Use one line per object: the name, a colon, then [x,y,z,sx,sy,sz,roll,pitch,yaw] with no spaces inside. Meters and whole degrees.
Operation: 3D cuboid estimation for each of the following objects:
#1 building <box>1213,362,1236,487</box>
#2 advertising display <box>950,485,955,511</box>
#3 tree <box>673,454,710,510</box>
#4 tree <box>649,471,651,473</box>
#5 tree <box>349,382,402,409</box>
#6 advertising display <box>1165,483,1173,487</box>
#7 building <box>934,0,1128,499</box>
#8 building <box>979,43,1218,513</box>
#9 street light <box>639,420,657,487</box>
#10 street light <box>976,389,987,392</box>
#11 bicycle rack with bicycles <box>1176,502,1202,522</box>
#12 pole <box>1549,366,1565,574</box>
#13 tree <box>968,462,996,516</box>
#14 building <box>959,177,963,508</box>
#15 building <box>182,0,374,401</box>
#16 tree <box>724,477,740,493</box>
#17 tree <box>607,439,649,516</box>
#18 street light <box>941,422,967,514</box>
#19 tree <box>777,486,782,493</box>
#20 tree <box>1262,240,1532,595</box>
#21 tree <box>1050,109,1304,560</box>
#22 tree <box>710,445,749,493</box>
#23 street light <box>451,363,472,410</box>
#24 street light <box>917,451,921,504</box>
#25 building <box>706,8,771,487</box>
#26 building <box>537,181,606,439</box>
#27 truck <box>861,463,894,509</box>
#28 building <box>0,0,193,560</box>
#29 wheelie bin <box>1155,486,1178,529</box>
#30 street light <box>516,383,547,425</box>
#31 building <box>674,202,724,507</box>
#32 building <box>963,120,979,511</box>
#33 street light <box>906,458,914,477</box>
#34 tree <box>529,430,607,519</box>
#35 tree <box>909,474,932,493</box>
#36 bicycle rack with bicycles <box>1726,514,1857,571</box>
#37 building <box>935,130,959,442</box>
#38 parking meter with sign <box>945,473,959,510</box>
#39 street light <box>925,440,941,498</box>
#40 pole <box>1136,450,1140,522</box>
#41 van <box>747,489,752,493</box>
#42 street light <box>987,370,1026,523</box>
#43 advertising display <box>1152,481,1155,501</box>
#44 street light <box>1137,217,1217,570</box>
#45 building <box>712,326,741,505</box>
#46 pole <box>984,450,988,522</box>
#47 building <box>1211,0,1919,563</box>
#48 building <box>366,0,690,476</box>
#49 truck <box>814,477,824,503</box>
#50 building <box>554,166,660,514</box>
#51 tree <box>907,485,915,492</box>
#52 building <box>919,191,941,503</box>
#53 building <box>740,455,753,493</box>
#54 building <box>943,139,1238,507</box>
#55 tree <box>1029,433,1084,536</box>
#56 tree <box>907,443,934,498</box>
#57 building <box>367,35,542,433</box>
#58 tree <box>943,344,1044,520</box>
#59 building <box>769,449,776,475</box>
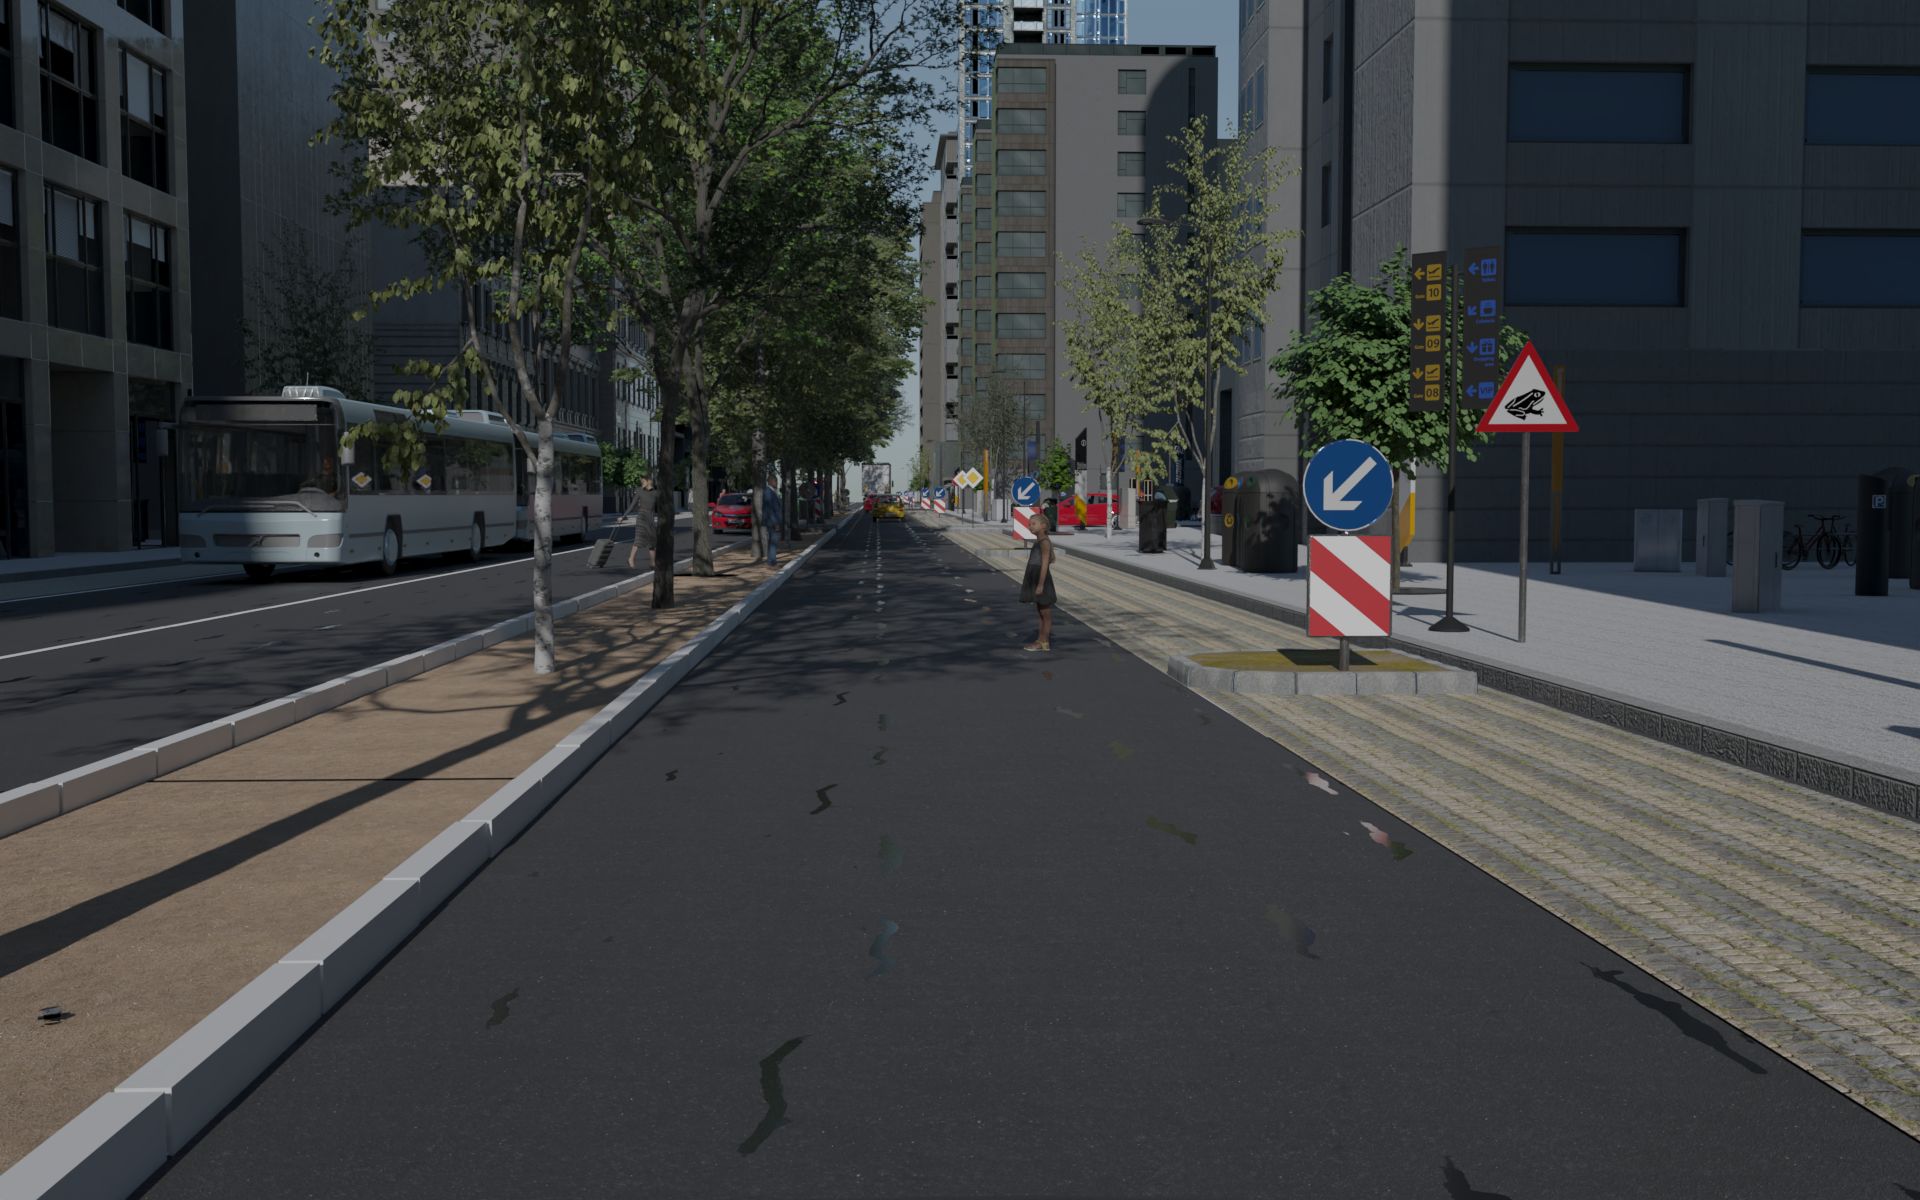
building: [28.730,-47.275,85.619,31.000,86.520,22.319,0,4,-3]
advertising display: [-0.540,-7.516,128.093,0.123,1.923,0.974,-1,4,-15]
tree: [-22.046,-9.637,141.278,4.285,4.588,4.351,0,3,0]
tree: [-20.003,-7.269,102.559,4.285,4.588,4.351,0,3,0]
tree: [-17.537,-4.095,50.670,4.285,4.588,4.351,0,3,0]
advertising display: [12.003,-5.637,97.385,0.974,1.923,0.123,1,4,18]
building: [8.511,-54.599,205.365,22.319,86.520,31.000,0,4,-3]
building: [8.956,-21.006,115.155,14.160,30.474,14.107,0,4,-3]
street light: [-19.606,-8.347,109.014,1.470,5.913,1.316,0,4,-3]
street light: [1.406,-6.372,76.723,1.470,5.913,1.316,0,4,-3]
bicycle rack with bicycles: [11.530,-4.167,81.518,2.925,0.926,2.852,-1,4,-14]
pole: [9.522,-2.066,27.617,0.158,3.312,0.155,0,3,0]
tree: [1.138,-6.416,99.508,1.663,3.219,1.824,0,3,0]
building: [6.804,-23.779,160.482,14.160,30.474,14.107,0,4,-3]
building: [-35.232,-14.387,54.287,30.058,24.678,14.314,0,4,-3]
tree: [-25.615,-12.463,198.368,1.663,3.219,1.824,0,3,0]
tree: [-19.330,-6.523,90.364,4.285,4.588,4.351,0,3,0]
street light: [-0.297,-8.555,112.413,1.470,5.913,1.316,0,4,-3]
tree: [-30.091,-18.394,295.342,1.663,3.219,1.824,0,3,0]
tree: [5.700,-2.382,22.666,4.285,4.588,4.351,0,3,0]
tree: [4.565,-5.073,33.298,4.737,8.622,4.395,0,3,0]
tree: [-23.358,-13.860,176.975,4.360,8.622,3.978,0,3,0]
street light: [-17.245,-5.397,60.778,1.470,5.913,1.316,0,4,-3]
street light: [-3.972,-13.181,188.044,1.470,5.913,1.316,0,4,-3]
building: [-41.136,-58.810,274.212,22.319,86.520,31.000,0,4,-3]
building: [-27.911,-16.229,101.498,11.583,22.565,21.152,0,4,-3]
truck: [-7.609,-10.420,159.273,2.839,4.237,11.283,0,4,-1]
building: [-27.575,-13.452,24.455,19.350,26.468,34.151,0,4,-3]
wheelie bin: [7.666,-3.466,64.585,0.693,1.594,0.980,3,5,44]
street light: [-17.897,-6.096,72.214,1.470,5.913,1.316,0,4,-3]
building: [-37.576,-32.630,188.118,22.147,44.769,28.867,0,4,-3]
building: [7.873,-22.354,137.195,14.160,30.474,14.107,0,4,-3]
street light: [-6.250,-16.060,235.123,1.470,5.913,1.316,0,4,-3]
tree: [-19.101,-5.850,79.363,4.285,4.588,4.351,0,3,0]
tree: [-5.683,-16.187,248.371,4.285,4.588,4.351,0,3,0]
bicycle rack with bicycles: [14.627,-1.041,30.398,2.925,0.926,2.852,-1,4,-19]
building: [11.085,-40.261,247.506,28.713,52.752,27.495,0,4,-3]
parking meter with sign: [-0.925,-8.915,142.017,1.738,3.016,0.543,0,4,-3]
street light: [-2.265,-10.989,152.205,1.470,5.913,1.316,0,4,-3]
pole: [8.284,-5.321,80.844,0.158,3.312,0.155,0,3,0]
van: [-16.597,-8.170,140.582,2.013,2.044,4.112,0,4,-1]
street light: [1.873,-5.647,64.867,1.470,5.913,1.316,0,4,-3]
advertising display: [9.911,-5.110,88.755,0.123,1.923,0.974,0,4,8]
street light: [3.664,-3.471,29.284,1.470,5.913,1.316,0,4,-3]
building: [-34.273,-26.843,210.586,14.160,30.474,14.107,0,4,-3]
pole: [1.194,-5.275,80.094,0.158,3.312,0.155,0,3,0]
building: [18.138,-30.764,44.992,21.231,58.520,28.212,0,4,-3]
building: [-39.508,-34.871,159.375,28.713,52.752,27.495,0,4,-3]
truck: [-23.464,-18.192,286.349,2.839,4.237,11.283,0,4,-4]
building: [-28.737,-20.010,124.425,12.463,27.353,25.104,0,4,-3]
tree: [-8.328,-18.678,299.990,1.663,3.219,1.824,0,3,0]
building: [4.529,-39.642,271.851,21.300,48.544,21.600,0,4,-3]
building: [-39.562,-36.148,245.649,22.147,44.769,28.867,0,4,-3]
building: [14.505,-29.829,179.588,32.217,40.220,23.993,0,4,-3]
tree: [3.166,-3.635,54.040,1.663,3.219,1.824,0,3,0]
tree: [-5.310,-17.824,241.780,4.737,8.622,4.395,0,3,0]
building: [-26.223,-14.231,81.830,9.793,20.994,18.267,0,4,-3]
tree: [1.472,-8.234,84.995,4.360,8.622,3.978,0,3,0]
building: [-39.192,-39.635,298.146,14.600,45.320,14.200,0,4,-3]
